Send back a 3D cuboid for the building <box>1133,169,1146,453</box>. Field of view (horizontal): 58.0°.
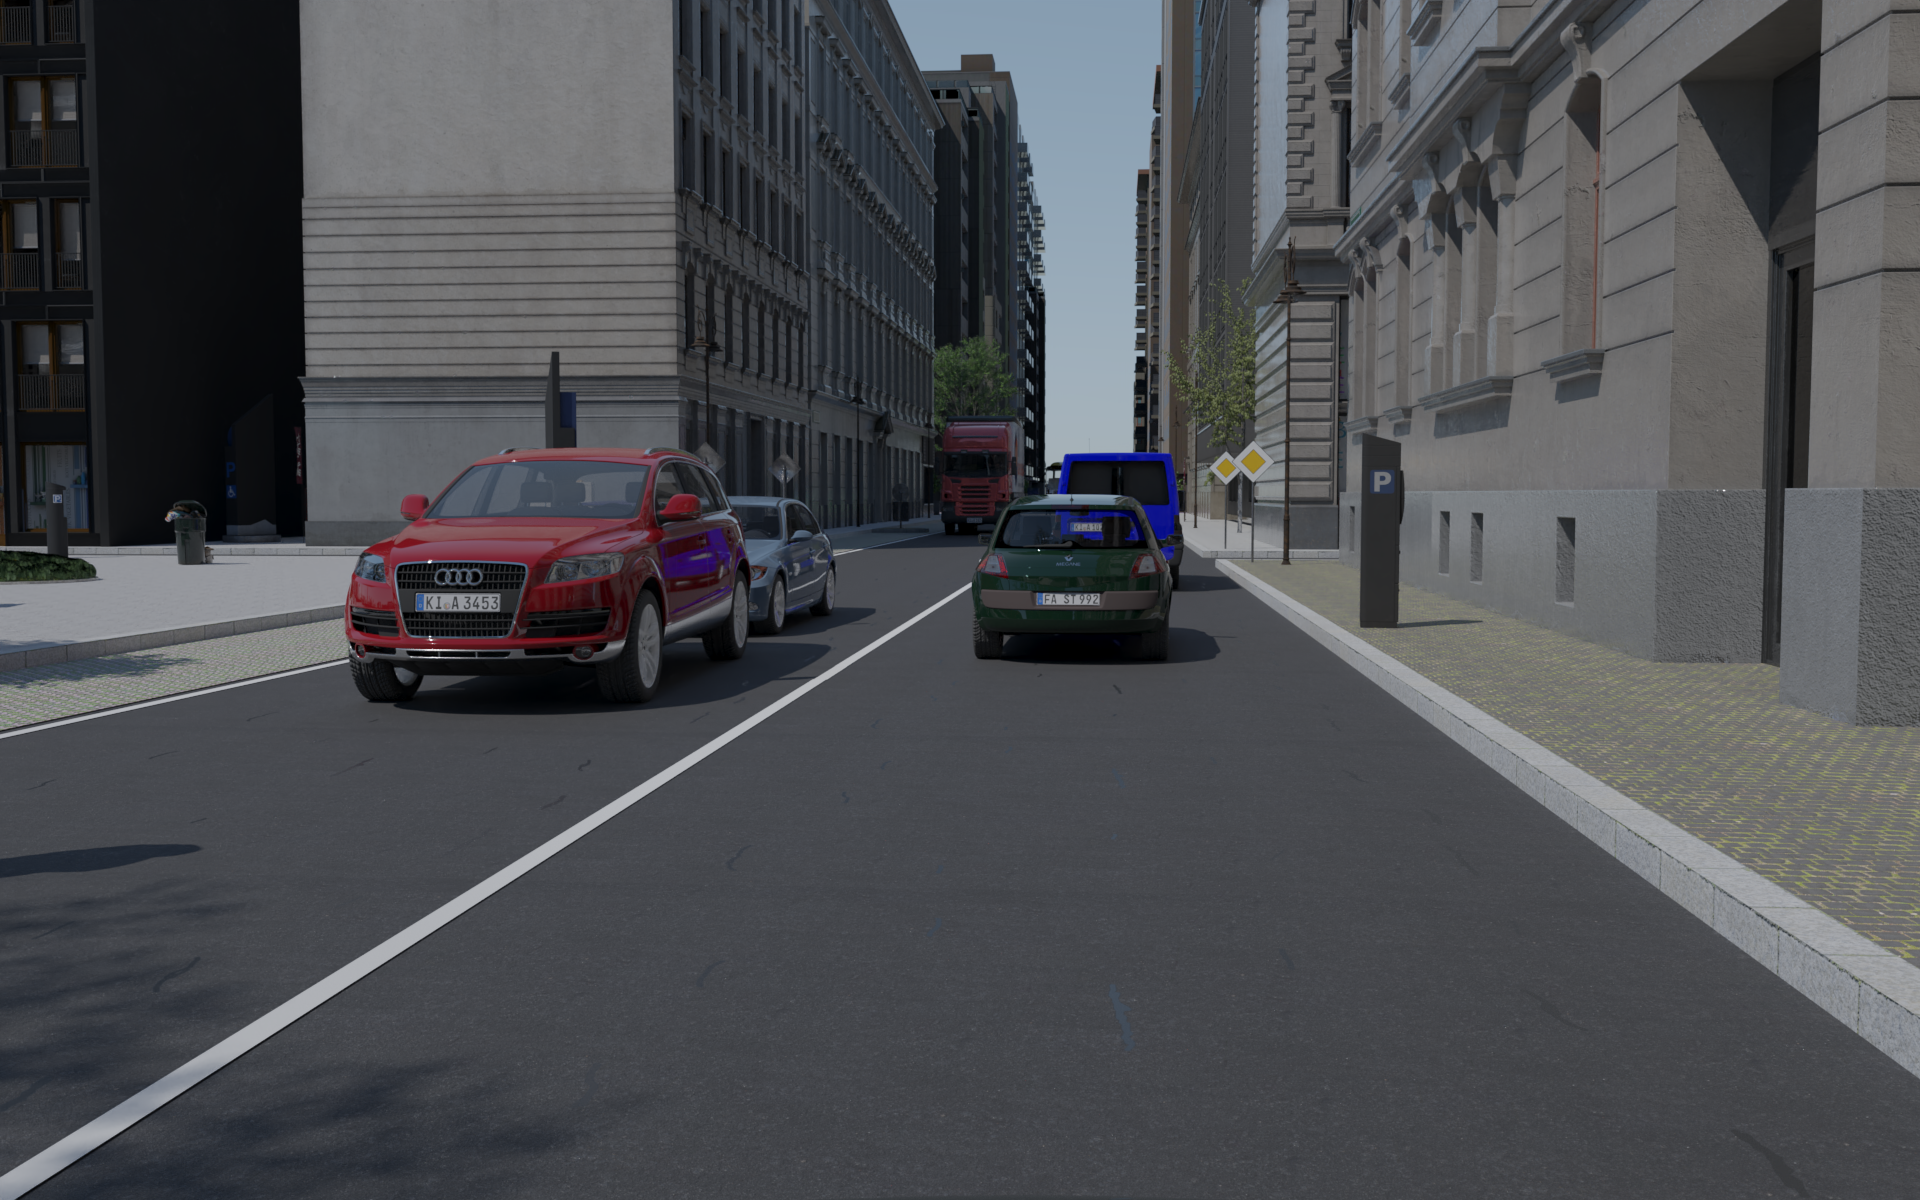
[{"bbox_3d":[34.151,-35.094,228.405,22.147,44.769,28.867,0,4,5],"label":"building"}]

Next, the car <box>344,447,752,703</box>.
[{"bbox_3d":[-3.009,-0.303,13.632,2.281,1.827,5.304,0,4,4],"label":"car"}]

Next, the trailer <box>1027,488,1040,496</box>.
[{"bbox_3d":[6.646,-9.189,157.284,1.471,1.999,3.904,0,4,6],"label":"trailer"}]

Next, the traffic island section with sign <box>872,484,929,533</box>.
[{"bbox_3d":[-2.185,-3.403,64.260,1.989,1.847,2.006,0,4,5],"label":"traffic island section with sign"}]

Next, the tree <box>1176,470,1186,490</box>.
[{"bbox_3d":[14.417,-7.580,118.532,1.663,3.219,1.824,0,3,0],"label":"tree"}]

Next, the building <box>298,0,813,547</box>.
[{"bbox_3d":[-10.562,-12.298,50.216,9.793,20.994,18.267,0,4,5],"label":"building"}]

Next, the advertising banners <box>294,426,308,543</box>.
[{"bbox_3d":[-17.257,-3.038,45.865,0.090,3.025,2.074,0,4,-3],"label":"advertising banners"}]

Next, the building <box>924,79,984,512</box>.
[{"bbox_3d":[-5.792,-21.573,124.415,14.160,30.474,14.107,0,4,5],"label":"building"}]

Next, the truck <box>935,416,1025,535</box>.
[{"bbox_3d":[0.912,-4.618,64.412,2.839,4.237,11.283,0,4,5],"label":"truck"}]

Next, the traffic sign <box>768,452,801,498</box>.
[{"bbox_3d":[-4.197,-2.308,41.381,0.795,2.450,0.064,0,4,5],"label":"traffic sign"}]

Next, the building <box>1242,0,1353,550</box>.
[{"bbox_3d":[17.127,-13.109,43.213,19.941,23.489,11.050,0,4,5],"label":"building"}]

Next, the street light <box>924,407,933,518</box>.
[{"bbox_3d":[-1.657,-7.309,92.285,0.468,5.910,1.993,0,4,5],"label":"street light"}]

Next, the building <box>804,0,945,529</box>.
[{"bbox_3d":[-11.074,-18.645,81.256,17.030,29.872,44.131,0,4,5],"label":"building"}]

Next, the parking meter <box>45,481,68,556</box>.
[{"bbox_3d":[-18.110,-1.610,34.729,0.372,1.533,0.369,0,3,0],"label":"parking meter"}]

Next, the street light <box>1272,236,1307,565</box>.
[{"bbox_3d":[5.923,-3.578,31.281,0.468,5.910,1.993,0,4,5],"label":"street light"}]

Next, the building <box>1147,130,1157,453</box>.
[{"bbox_3d":[29.494,-34.011,206.198,14.600,45.320,14.200,0,4,5],"label":"building"}]

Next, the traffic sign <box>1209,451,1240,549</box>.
[{"bbox_3d":[6.203,-2.250,40.431,0.795,2.450,0.064,0,4,5],"label":"traffic sign"}]

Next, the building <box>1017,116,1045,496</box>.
[{"bbox_3d":[-2.341,-36.450,215.566,23.786,49.044,30.456,0,4,5],"label":"building"}]

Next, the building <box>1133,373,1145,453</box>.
[{"bbox_3d":[39.884,-25.291,258.553,27.650,21.520,28.899,0,4,5],"label":"building"}]

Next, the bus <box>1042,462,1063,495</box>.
[{"bbox_3d":[8.186,-8.784,135.161,2.896,3.916,12.252,0,4,6],"label":"bus"}]

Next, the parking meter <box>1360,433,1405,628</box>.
[{"bbox_3d":[4.056,-0.668,16.632,0.399,1.863,0.255,1,4,11],"label":"parking meter"}]

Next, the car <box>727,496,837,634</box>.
[{"bbox_3d":[-2.523,-0.446,19.292,2.014,1.417,4.499,0,4,7],"label":"car"}]

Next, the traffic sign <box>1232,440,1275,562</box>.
[{"bbox_3d":[5.490,-1.764,32.478,0.795,2.450,0.064,0,4,5],"label":"traffic sign"}]

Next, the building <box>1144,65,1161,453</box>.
[{"bbox_3d":[30.427,-31.836,175.136,22.147,44.769,28.867,0,4,5],"label":"building"}]

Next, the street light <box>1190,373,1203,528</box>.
[{"bbox_3d":[8.865,-5.641,65.018,0.468,5.910,1.993,0,4,5],"label":"street light"}]

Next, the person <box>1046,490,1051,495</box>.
[{"bbox_3d":[6.004,-6.658,118.075,1.217,1.735,0.721,-1,4,-9],"label":"person"}]

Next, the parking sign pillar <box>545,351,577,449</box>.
[{"bbox_3d":[-7.728,-2.752,33.475,1.447,3.967,1.447,-1,4,-20],"label":"parking sign pillar"}]

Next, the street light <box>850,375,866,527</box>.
[{"bbox_3d":[-3.962,-5.785,67.377,0.468,5.910,1.993,0,4,5],"label":"street light"}]

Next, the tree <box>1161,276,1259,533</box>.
[{"bbox_3d":[9.054,-6.534,57.186,4.737,8.622,4.395,0,3,0],"label":"tree"}]

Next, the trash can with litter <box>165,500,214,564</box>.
[{"bbox_3d":[-14.043,-1.239,31.647,0.624,1.170,1.055,-1,4,-9],"label":"trash can with litter"}]

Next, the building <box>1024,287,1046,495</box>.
[{"bbox_3d":[4.480,-28.538,238.293,14.160,30.474,14.107,0,4,5],"label":"building"}]

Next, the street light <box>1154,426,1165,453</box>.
[{"bbox_3d":[13.324,-8.689,114.853,0.468,5.910,1.993,0,4,5],"label":"street light"}]

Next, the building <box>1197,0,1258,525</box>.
[{"bbox_3d":[17.626,-17.071,72.612,14.314,27.812,24.014,0,4,5],"label":"building"}]

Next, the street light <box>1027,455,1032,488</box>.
[{"bbox_3d":[8.083,-13.946,200.796,0.468,5.910,1.993,0,4,5],"label":"street light"}]

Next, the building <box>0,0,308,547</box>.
[{"bbox_3d":[-27.927,-13.357,48.060,15.834,23.373,12.332,0,4,5],"label":"building"}]

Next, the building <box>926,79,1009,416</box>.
[{"bbox_3d":[-2.726,-29.576,167.169,14.154,41.232,14.086,0,4,5],"label":"building"}]

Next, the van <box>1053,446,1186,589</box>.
[{"bbox_3d":[2.546,-1.433,27.810,2.240,2.365,5.245,0,4,6],"label":"van"}]

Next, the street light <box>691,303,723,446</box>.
[{"bbox_3d":[-6.134,-4.242,42.152,0.468,5.910,1.993,0,4,5],"label":"street light"}]

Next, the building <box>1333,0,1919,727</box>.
[{"bbox_3d":[12.128,-14.178,19.201,14.401,28.519,23.554,0,4,5],"label":"building"}]

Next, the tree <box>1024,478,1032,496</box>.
[{"bbox_3d":[7.370,-12.069,191.930,1.663,3.219,1.824,0,3,0],"label":"tree"}]

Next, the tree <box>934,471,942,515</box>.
[{"bbox_3d":[-1.595,-6.735,104.723,1.663,3.219,1.824,0,3,0],"label":"tree"}]

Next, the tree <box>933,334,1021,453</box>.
[{"bbox_3d":[0.296,-11.418,112.443,9.928,11.665,9.643,0,3,0],"label":"tree"}]

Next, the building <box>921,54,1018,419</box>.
[{"bbox_3d":[-1.281,-32.487,181.267,14.600,45.320,14.200,0,4,5],"label":"building"}]

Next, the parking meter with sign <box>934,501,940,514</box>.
[{"bbox_3d":[-2.123,-6.761,106.809,1.738,3.016,0.543,0,4,5],"label":"parking meter with sign"}]

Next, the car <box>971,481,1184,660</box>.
[{"bbox_3d":[1.118,-0.404,16.398,2.009,1.686,4.222,0,4,6],"label":"car"}]

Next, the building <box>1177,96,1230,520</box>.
[{"bbox_3d":[21.025,-16.285,99.551,16.112,22.955,30.059,0,4,5],"label":"building"}]

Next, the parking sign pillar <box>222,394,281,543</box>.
[{"bbox_3d":[-18.904,-3.526,46.117,1.447,3.967,1.447,2,4,25],"label":"parking sign pillar"}]

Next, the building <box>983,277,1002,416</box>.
[{"bbox_3d":[-11.223,-18.459,146.837,27.650,21.520,28.899,0,4,5],"label":"building"}]

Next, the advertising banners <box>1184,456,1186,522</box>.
[{"bbox_3d":[10.473,-5.169,80.694,0.090,3.025,2.074,1,4,9],"label":"advertising banners"}]

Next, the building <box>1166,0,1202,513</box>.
[{"bbox_3d":[21.963,-29.054,125.149,14.600,45.320,14.200,0,4,5],"label":"building"}]

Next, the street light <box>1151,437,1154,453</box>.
[{"bbox_3d":[15.695,-10.272,140.737,0.468,5.910,1.993,0,4,5],"label":"street light"}]

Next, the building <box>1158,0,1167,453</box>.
[{"bbox_3d":[27.400,-36.912,145.512,21.231,58.520,28.212,0,4,5],"label":"building"}]

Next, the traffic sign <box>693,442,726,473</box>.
[{"bbox_3d":[-4.911,-1.822,33.428,0.795,2.450,0.064,0,4,5],"label":"traffic sign"}]

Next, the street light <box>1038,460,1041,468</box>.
[{"bbox_3d":[10.310,-15.463,225.612,0.468,5.910,1.993,0,4,5],"label":"street light"}]

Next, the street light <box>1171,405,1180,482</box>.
[{"bbox_3d":[11.197,-7.158,89.825,0.468,5.910,1.993,0,4,5],"label":"street light"}]
